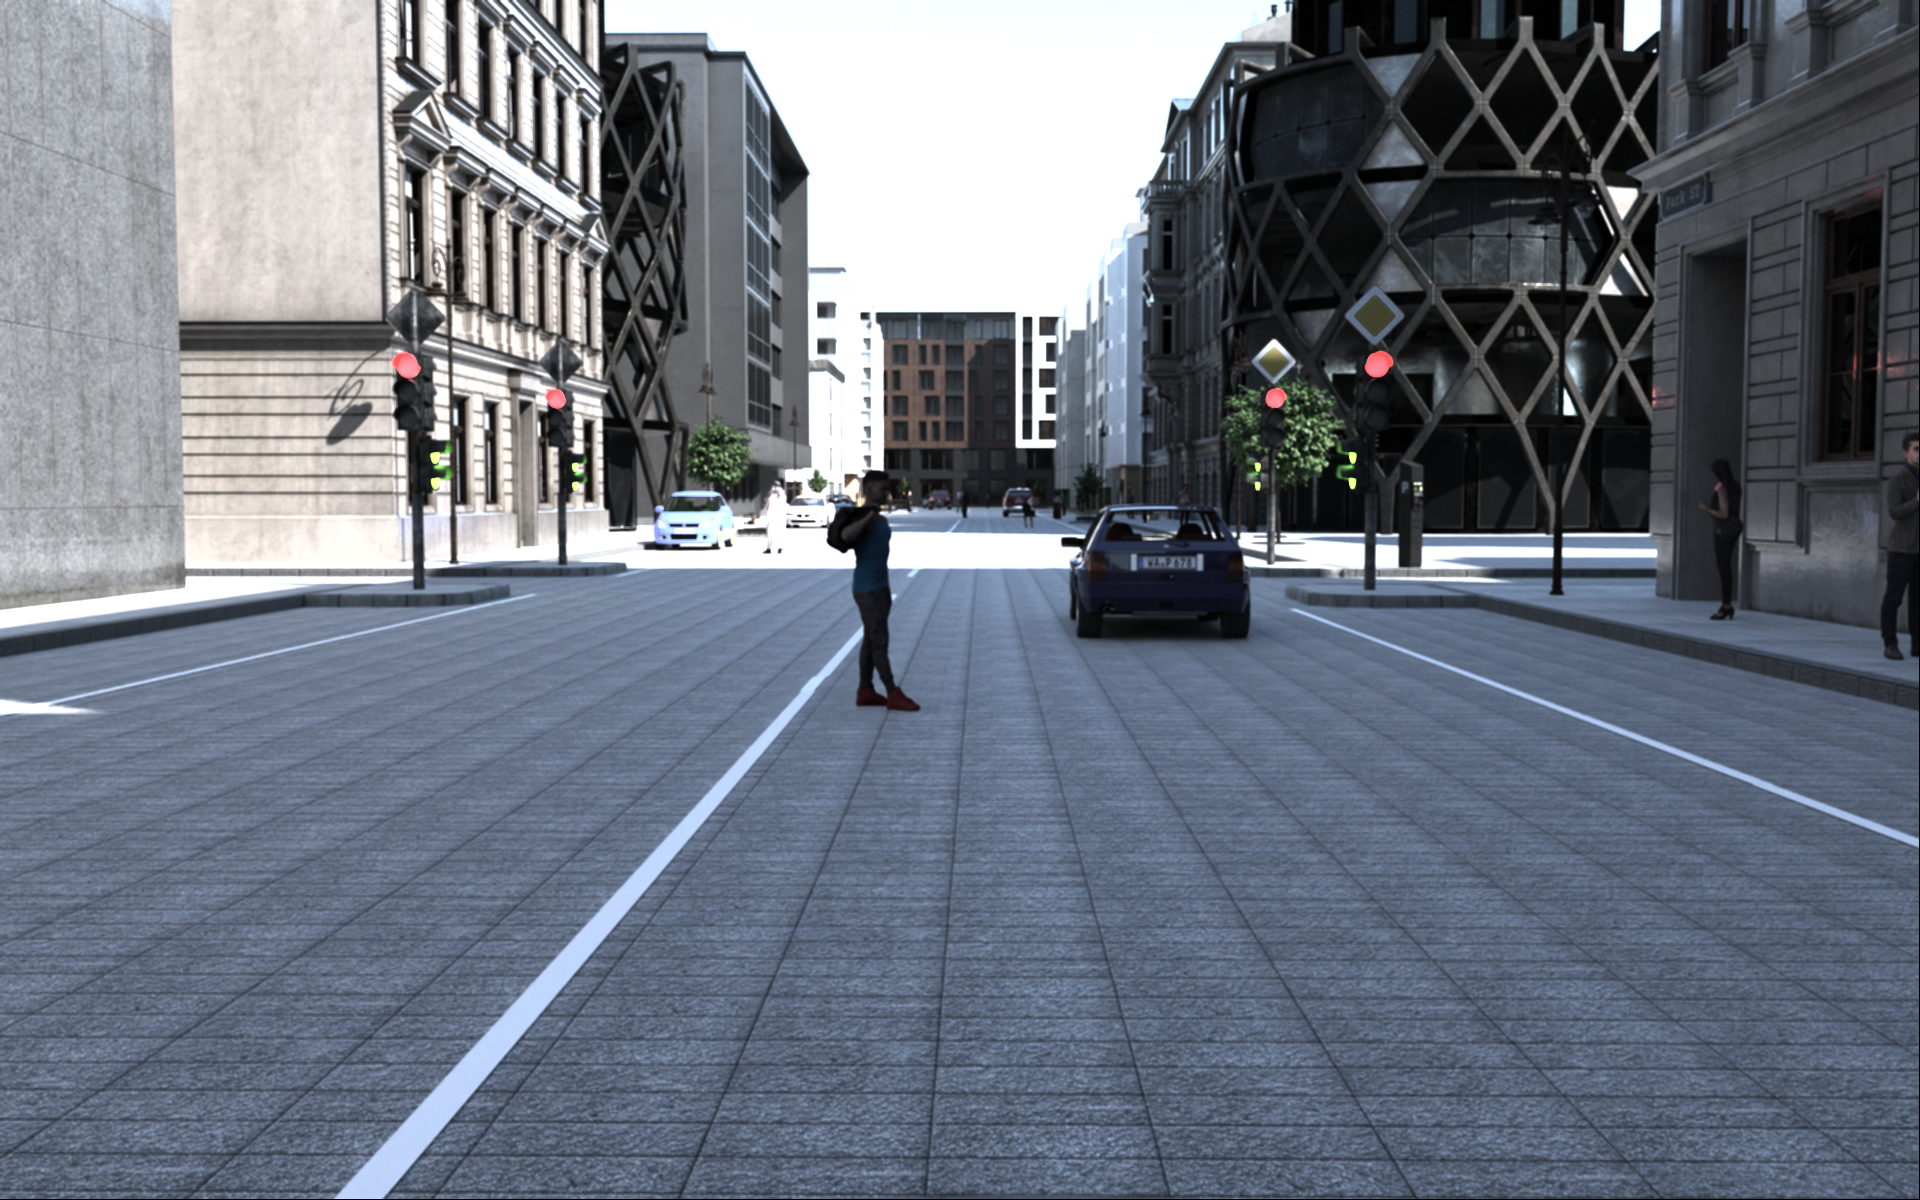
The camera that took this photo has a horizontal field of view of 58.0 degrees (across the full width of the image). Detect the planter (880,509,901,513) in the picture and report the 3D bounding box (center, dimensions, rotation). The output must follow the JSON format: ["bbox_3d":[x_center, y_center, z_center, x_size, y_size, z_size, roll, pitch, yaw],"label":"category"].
[{"bbox_3d":[-5.519,-6.852,133.170,1.991,0.319,1.994,0,4,1],"label":"planter"}]

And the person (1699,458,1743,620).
[{"bbox_3d":[7.792,-0.627,17.772,0.415,1.643,0.593,0,4,3],"label":"person"}]

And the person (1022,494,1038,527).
[{"bbox_3d":[3.061,-3.854,74.703,0.799,1.438,0.628,1,4,18],"label":"person"}]

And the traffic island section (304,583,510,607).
[{"bbox_3d":[-7.326,-0.068,23.399,2.009,0.180,2.903,0,4,1],"label":"traffic island section"}]

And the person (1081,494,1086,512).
[{"bbox_3d":[8.936,-7.200,124.476,0.721,1.735,1.217,0,4,8],"label":"person"}]

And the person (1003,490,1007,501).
[{"bbox_3d":[3.587,-7.822,136.913,0.617,1.759,0.750,-1,4,-14],"label":"person"}]

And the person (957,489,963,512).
[{"bbox_3d":[0.078,-7.738,134.881,0.709,1.838,0.599,-2,4,-24],"label":"person"}]

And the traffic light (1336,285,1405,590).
[{"bbox_3d":[5.475,-2.071,23.110,0.839,4.213,0.868,0,4,1],"label":"traffic light"}]

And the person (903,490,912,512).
[{"bbox_3d":[-4.088,-7.694,135.100,0.742,1.727,0.445,0,4,3],"label":"person"}]

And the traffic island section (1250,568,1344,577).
[{"bbox_3d":[5.622,-0.546,31.207,2.009,0.180,2.903,0,4,1],"label":"traffic island section"}]

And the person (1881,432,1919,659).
[{"bbox_3d":[7.459,-0.415,13.351,0.617,1.759,0.750,0,4,-8],"label":"person"}]

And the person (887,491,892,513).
[{"bbox_3d":[-5.320,-7.348,130.105,0.415,1.643,0.593,-3,5,-40],"label":"person"}]

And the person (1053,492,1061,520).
[{"bbox_3d":[5.481,-5.292,97.494,0.523,1.526,0.387,2,4,34],"label":"person"}]

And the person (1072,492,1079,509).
[{"bbox_3d":[10.013,-8.446,147.398,1.065,1.426,0.557,-3,4,-36],"label":"person"}]

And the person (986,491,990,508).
[{"bbox_3d":[2.759,-10.188,175.788,0.721,1.735,1.217,0,4,-8],"label":"person"}]

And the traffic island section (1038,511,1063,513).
[{"bbox_3d":[6.993,-6.745,133.140,1.991,0.108,1.994,0,4,1],"label":"traffic island section"}]

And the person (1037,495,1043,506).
[{"bbox_3d":[7.981,-10.089,176.672,0.991,1.433,0.599,1,4,13],"label":"person"}]

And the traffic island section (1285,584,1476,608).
[{"bbox_3d":[5.515,-0.058,23.222,2.009,0.180,2.903,0,4,1],"label":"traffic island section"}]

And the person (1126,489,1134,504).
[{"bbox_3d":[8.879,-5.011,90.188,0.499,1.552,0.429,-1,4,-10],"label":"person"}]

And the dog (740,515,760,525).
[{"bbox_3d":[-8.777,-3.336,72.284,0.748,0.427,0.550,2,4,28],"label":"dog"}]

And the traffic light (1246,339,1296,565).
[{"bbox_3d":[5.582,-2.560,31.094,0.839,4.213,0.868,0,4,1],"label":"traffic light"}]

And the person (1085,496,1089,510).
[{"bbox_3d":[10.121,-8.100,138.109,0.705,1.869,1.348,-1,4,-15],"label":"person"}]

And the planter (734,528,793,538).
[{"bbox_3d":[-6.542,-2.199,57.101,1.991,0.319,1.994,0,4,1],"label":"planter"}]

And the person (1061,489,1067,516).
[{"bbox_3d":[6.783,-6.423,114.234,0.721,1.735,1.217,1,4,20],"label":"person"}]

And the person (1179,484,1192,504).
[{"bbox_3d":[8.226,-3.403,63.148,0.517,1.644,0.566,2,4,34],"label":"person"}]

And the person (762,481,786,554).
[{"bbox_3d":[-4.419,-1.982,41.567,0.621,1.740,0.551,3,4,38],"label":"person"}]

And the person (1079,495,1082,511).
[{"bbox_3d":[9.288,-7.718,132.747,0.721,1.766,1.217,0,3,0],"label":"person"}]

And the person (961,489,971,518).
[{"bbox_3d":[0.385,-5.821,104.366,0.600,1.739,0.565,-1,4,-22],"label":"person"}]

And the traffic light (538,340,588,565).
[{"bbox_3d":[-7.178,-2.569,31.249,0.839,4.213,0.868,0,4,1],"label":"traffic light"}]

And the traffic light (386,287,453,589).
[{"bbox_3d":[-7.286,-2.081,23.265,0.839,4.213,0.868,0,4,1],"label":"traffic light"}]

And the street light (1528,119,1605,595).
[{"bbox_3d":[7.608,-3.004,21.897,0.468,5.910,1.993,0,4,1],"label":"street light"}]

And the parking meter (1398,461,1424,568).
[{"bbox_3d":[7.855,-1.495,30.156,0.255,1.863,0.399,-2,4,-24],"label":"parking meter"}]

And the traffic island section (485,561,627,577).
[{"bbox_3d":[-7.218,-0.557,31.383,2.009,0.180,2.903,0,4,1],"label":"traffic island section"}]

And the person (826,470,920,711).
[{"bbox_3d":[-0.574,-0.074,11.573,0.662,1.594,0.647,1,4,8],"label":"person"}]
